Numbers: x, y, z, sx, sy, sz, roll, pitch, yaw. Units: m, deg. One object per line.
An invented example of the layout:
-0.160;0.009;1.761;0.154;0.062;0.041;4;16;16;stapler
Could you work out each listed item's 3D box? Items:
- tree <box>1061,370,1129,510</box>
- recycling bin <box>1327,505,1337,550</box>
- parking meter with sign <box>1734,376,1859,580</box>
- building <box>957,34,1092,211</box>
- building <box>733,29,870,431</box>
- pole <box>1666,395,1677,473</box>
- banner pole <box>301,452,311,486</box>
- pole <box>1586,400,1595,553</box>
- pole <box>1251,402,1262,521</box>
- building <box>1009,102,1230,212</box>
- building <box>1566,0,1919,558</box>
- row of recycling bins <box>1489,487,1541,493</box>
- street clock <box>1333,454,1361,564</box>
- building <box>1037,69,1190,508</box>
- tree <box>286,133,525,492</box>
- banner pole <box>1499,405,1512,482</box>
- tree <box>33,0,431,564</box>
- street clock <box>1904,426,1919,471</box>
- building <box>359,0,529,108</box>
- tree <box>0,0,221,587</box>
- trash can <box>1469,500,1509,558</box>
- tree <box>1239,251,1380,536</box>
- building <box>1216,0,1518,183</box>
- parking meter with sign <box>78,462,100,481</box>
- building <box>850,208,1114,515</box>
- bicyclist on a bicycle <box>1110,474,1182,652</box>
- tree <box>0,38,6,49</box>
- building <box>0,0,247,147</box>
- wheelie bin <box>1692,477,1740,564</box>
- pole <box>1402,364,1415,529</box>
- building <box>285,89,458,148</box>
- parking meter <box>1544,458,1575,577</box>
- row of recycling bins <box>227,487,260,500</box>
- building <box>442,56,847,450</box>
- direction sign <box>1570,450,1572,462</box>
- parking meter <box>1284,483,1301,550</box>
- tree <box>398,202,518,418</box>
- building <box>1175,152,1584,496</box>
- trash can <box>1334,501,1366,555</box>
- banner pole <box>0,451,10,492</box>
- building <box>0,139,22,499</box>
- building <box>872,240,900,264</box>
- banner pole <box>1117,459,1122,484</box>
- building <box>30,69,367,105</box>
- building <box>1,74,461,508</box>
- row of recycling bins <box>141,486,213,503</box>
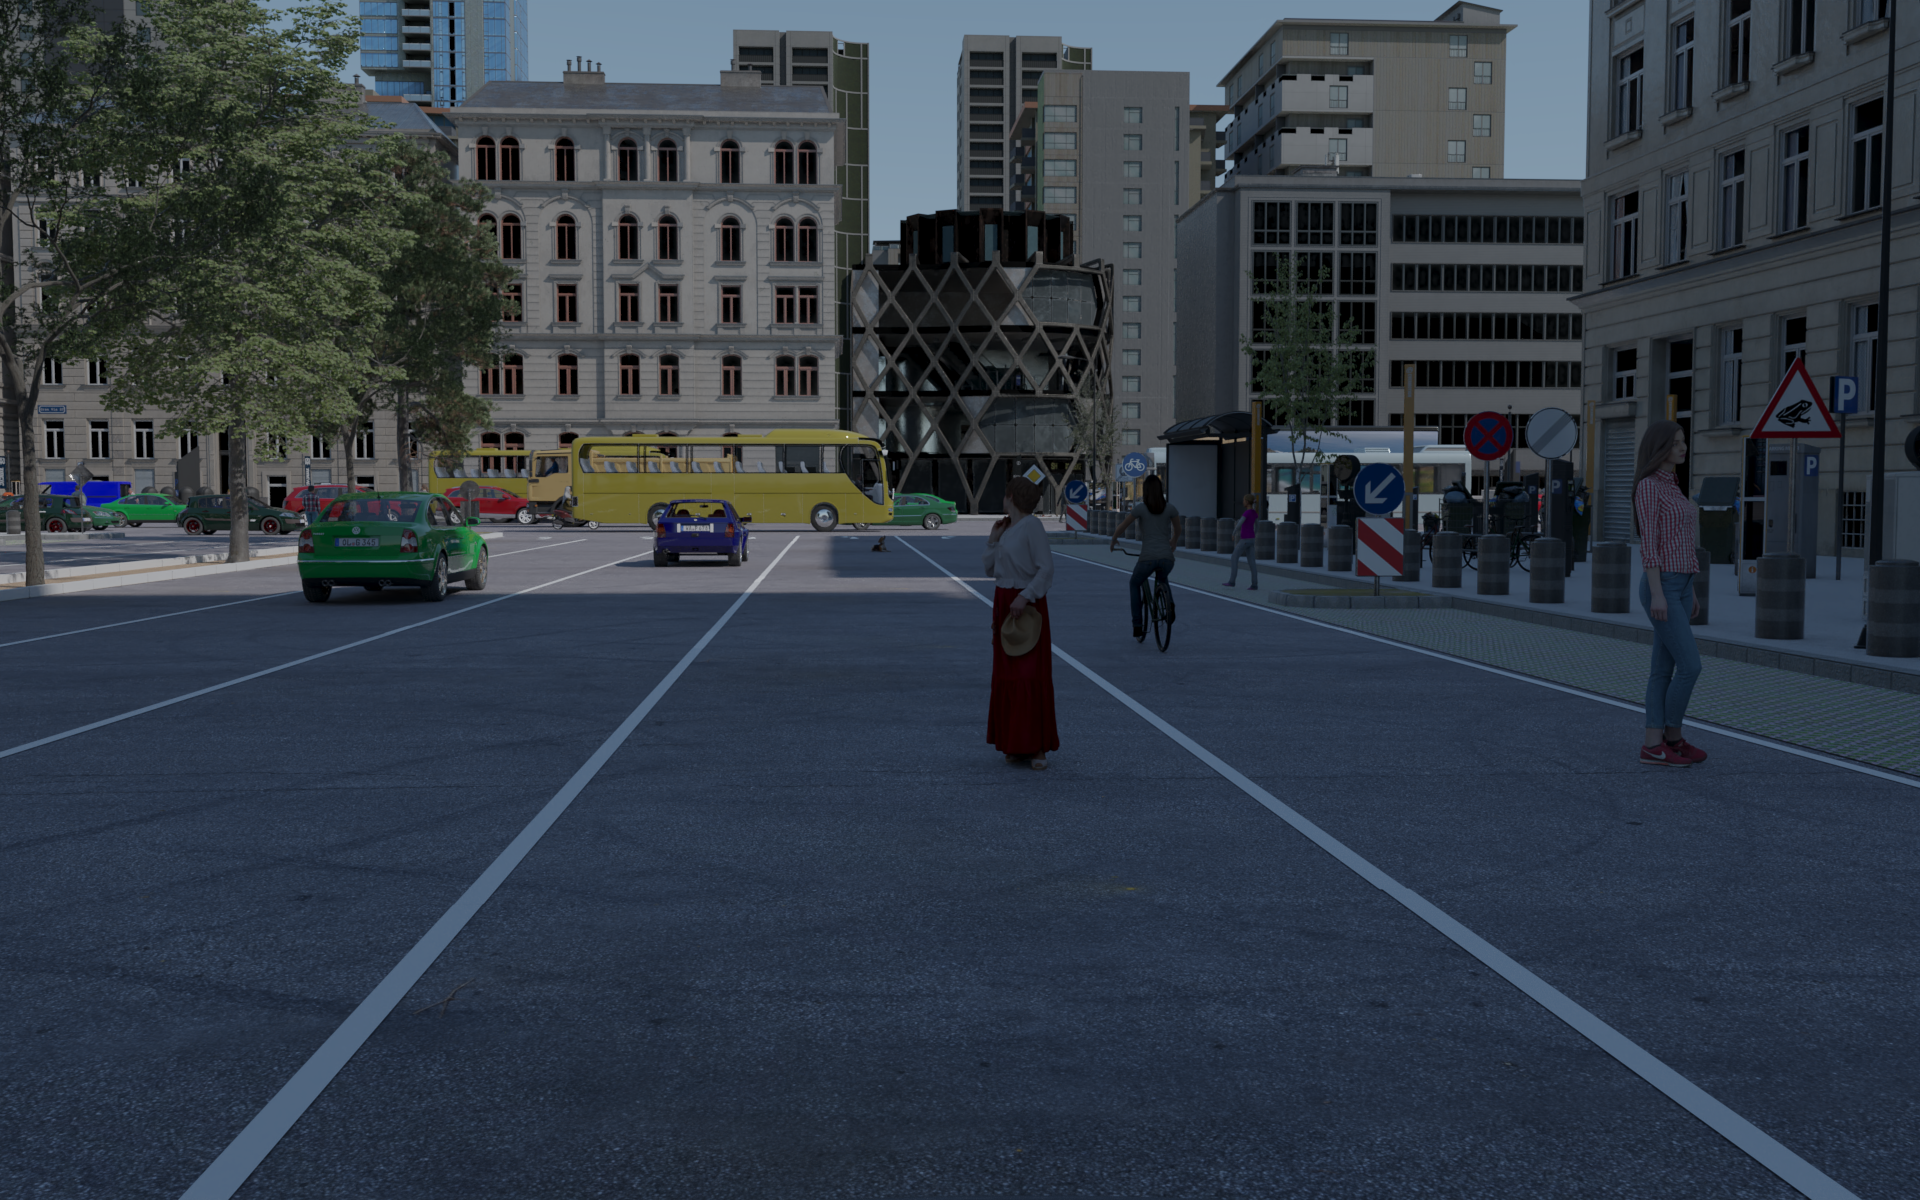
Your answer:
7.904;-9.298;102.386;4.360;8.622;3.978;0;3;0;tree
8.809;-1.662;39.731;0.722;1.027;0.722;1;4;13;recycling bin
12.701;-1.846;26.450;0.543;3.016;1.738;-2;4;-28;parking meter with sign
10.355;-51.096;273.670;20.611;71.187;20.563;0;4;-4;building
-24.373;-50.920;270.795;20.611;71.187;20.563;0;4;-4;building
14.606;-2.556;35.626;0.158;3.312;0.155;0;3;0;pole
-37.753;-6.726;99.980;0.401;3.779;0.863;1;4;23;banner pole
13.736;-2.687;37.772;0.158;3.312;0.155;0;3;0;pole
6.563;-2.724;38.380;0.158;3.312;0.155;0;3;0;pole
16.988;-32.898;192.505;22.147;44.769;28.867;0;4;-4;building
25.282;-12.246;33.503;16.112;22.955;30.059;0;4;-4;building
32.070;-5.694;100.207;3.534;1.692;1.069;-1;4;-14;row of recycling bins
7.084;-1.663;31.754;0.358;2.002;0.471;-2;4;-35;street clock
14.401;-29.807;170.937;14.154;41.232;14.086;0;4;-4;building
-16.370;-7.725;50.820;6.751;12.117;7.091;0;3;0;tree
15.482;-3.600;48.878;0.401;3.779;0.863;1;4;17;banner pole
-14.872;-7.025;35.436;7.486;12.596;7.792;0;3;0;tree
9.921;-0.803;17.701;0.471;2.002;0.358;0;4;7;street clock
-78.814;-58.434;268.073;31.000;86.520;22.319;0;4;-4;building
-14.016;-5.469;26.284;8.767;10.594;7.601;0;4;-4;tree
10.520;-1.396;34.484;0.748;1.137;0.748;0;3;0;trash can
10.335;-6.232;52.249;4.737;8.622;4.395;0;3;0;tree
43.063;-36.998;194.157;27.495;52.752;28.713;0;4;-4;building
-47.687;-6.078;95.635;0.543;3.016;1.738;2;4;34;parking meter with sign
1.363;-14.985;112.453;16.811;18.784;16.820;0;4;-4;building
1.779;-0.375;16.155;1.499;1.676;1.625;0;4;-6;bicyclist on a bicycle
-13.586;-5.452;17.347;9.928;11.665;9.643;0;3;0;tree
-90.653;-45.911;188.903;20.611;71.187;20.563;0;4;-4;building
13.987;-1.468;31.909;0.980;1.594;0.693;3;5;41;wheelie bin
7.071;-2.048;27.331;0.158;3.312;0.155;0;3;0;pole
-65.891;-32.761;190.271;28.867;44.769;22.147;0;4;-4;building
9.264;-1.289;26.778;0.255;1.863;0.399;-3;5;-45;parking meter
-40.071;-5.493;96.923;1.069;1.692;3.534;-3;5;-39;row of recycling bins
-18.960;-19.683;109.199;23.554;28.519;14.401;0;4;-4;building
20.400;-4.029;57.870;0.379;3.537;0.876;1;4;18;direction sign
7.637;-1.922;39.833;0.372;1.533;0.369;0;3;0;parking meter
-15.267;-6.532;43.664;8.767;10.594;7.601;0;4;-4;tree
30.344;-18.037;113.968;30.058;24.678;14.314;0;4;-4;building
8.290;-1.533;36.725;0.748;1.137;0.748;0;3;0;trash can
-54.982;-6.708;99.694;0.863;3.779;0.401;-1;4;-12;banner pole
-65.769;-16.889;105.012;19.941;23.489;11.050;0;4;-4;building
-6.887;-35.916;270.824;14.086;41.232;14.154;0;4;-4;building
11.462;-8.145;123.180;0.863;3.779;0.401;-1;4;-14;banner pole
-65.057;-28.774;162.340;32.217;40.220;23.993;0;4;-4;building
-43.347;-18.951;107.110;25.104;27.353;12.463;0;4;-4;building
-41.752;-5.220;92.460;3.534;1.692;1.069;-2;4;-30;row of recycling bins
